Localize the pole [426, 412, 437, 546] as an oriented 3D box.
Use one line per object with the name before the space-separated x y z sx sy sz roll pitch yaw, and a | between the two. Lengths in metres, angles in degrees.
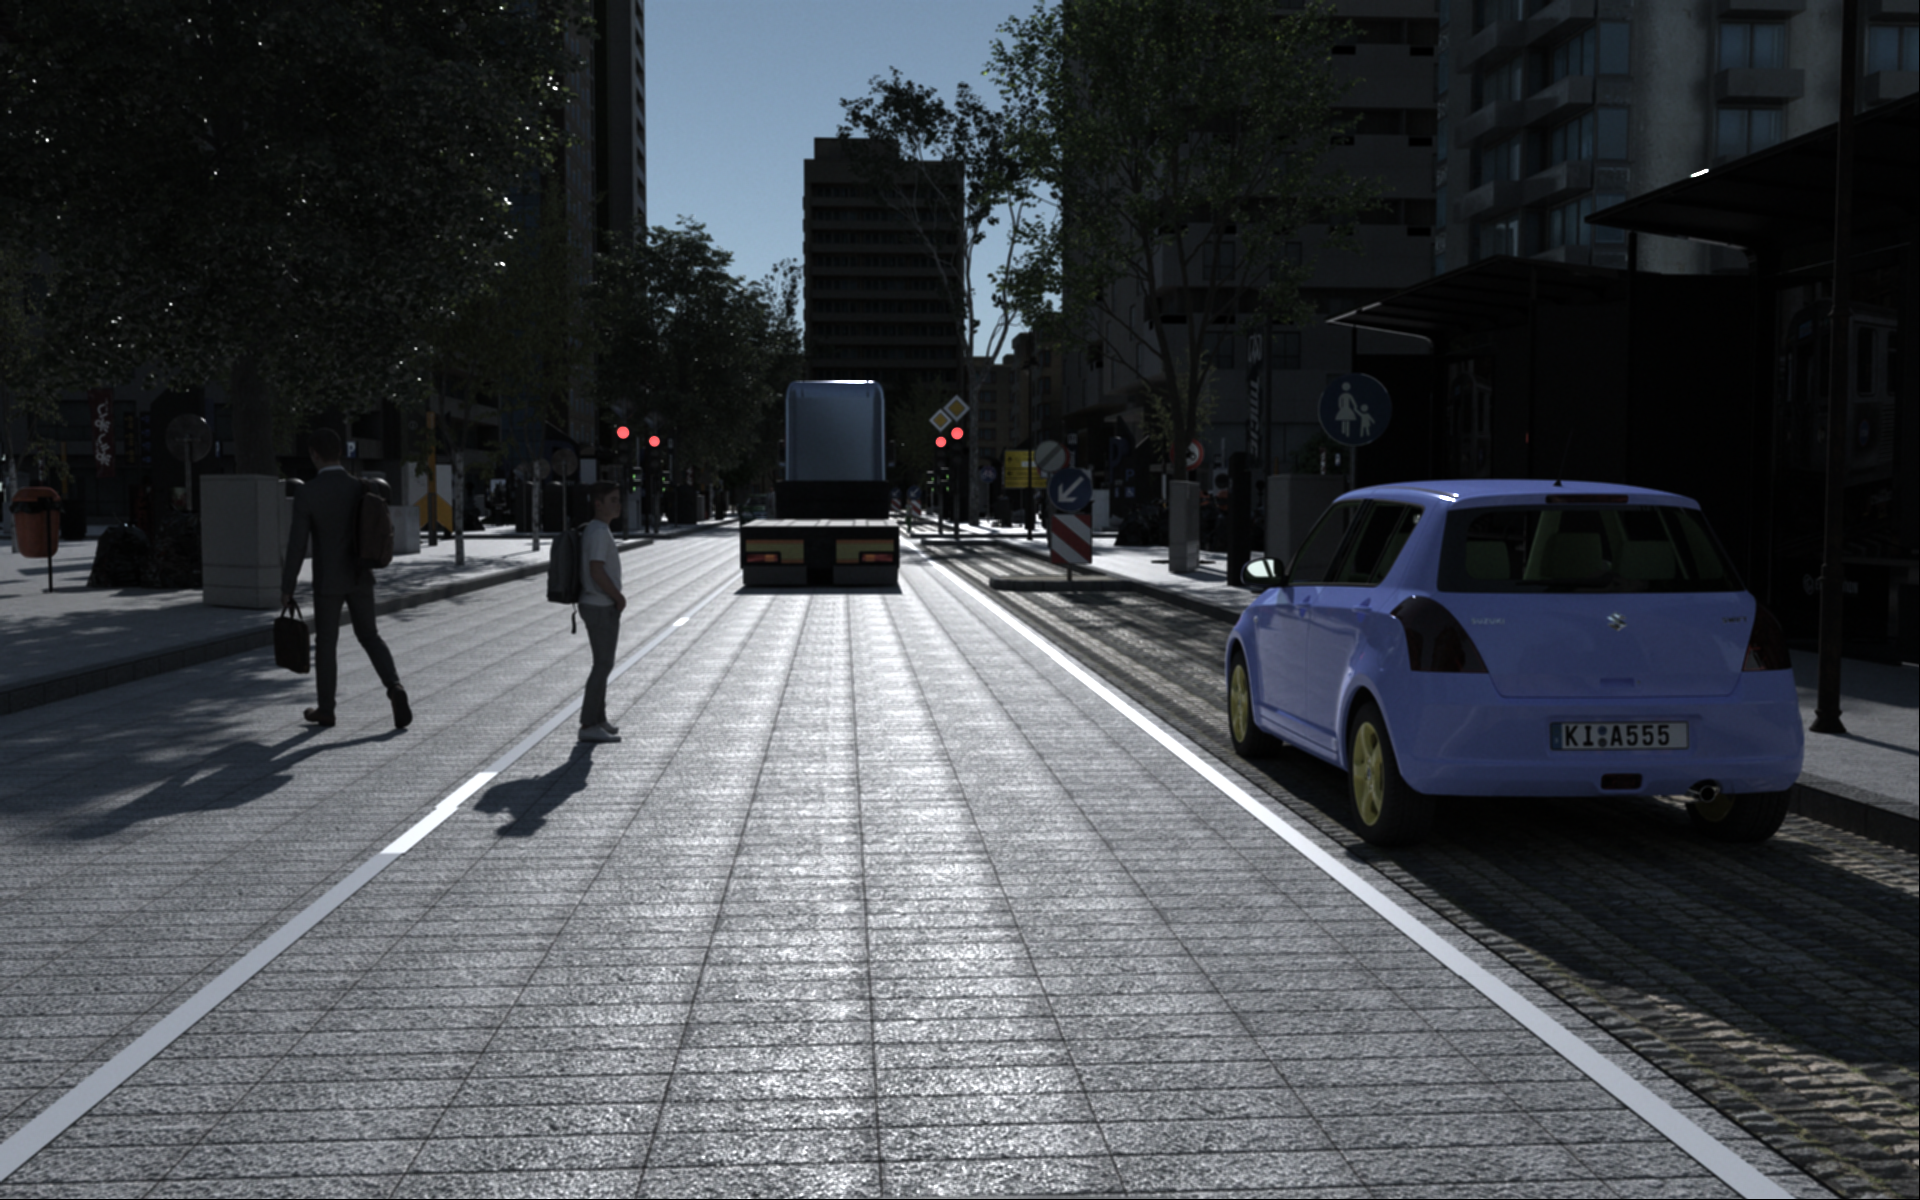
pole | -13.108 -3.005 42.976 0.158 3.312 0.155 0 3 0

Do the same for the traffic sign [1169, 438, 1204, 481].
traffic sign | 4.994 -2.333 38.245 0.768 2.556 0.104 0 4 1

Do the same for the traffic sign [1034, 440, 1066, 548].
traffic sign | 2.127 -2.511 41.164 0.768 2.556 0.104 0 4 -2

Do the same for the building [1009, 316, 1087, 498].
building | 20.587 -20.542 180.894 27.650 21.520 28.899 0 4 -4

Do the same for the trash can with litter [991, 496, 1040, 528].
trash can with litter | 2.095 -3.436 67.228 2.233 1.210 1.678 -1 4 -13

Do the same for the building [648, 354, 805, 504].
building | -36.033 -24.217 240.994 28.899 21.520 27.650 0 4 -4

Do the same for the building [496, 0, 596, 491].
building | -36.870 -29.730 136.193 14.600 45.320 14.200 0 4 -4

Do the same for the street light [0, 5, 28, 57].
street light | -7.395 -2.444 12.741 0.468 5.910 1.993 0 4 -4

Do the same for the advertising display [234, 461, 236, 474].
advertising display | -13.538 -1.710 33.171 0.123 1.923 0.974 1 4 12

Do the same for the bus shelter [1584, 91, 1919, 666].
bus shelter | 6.346 -1.253 11.768 1.731 3.624 6.357 0 4 -4

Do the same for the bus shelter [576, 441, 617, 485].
bus shelter | -14.709 -4.550 68.319 2.014 3.302 5.546 0 4 -4

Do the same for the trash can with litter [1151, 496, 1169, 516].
trash can with litter | 5.238 -2.241 48.022 0.624 1.170 1.055 -3 4 -38

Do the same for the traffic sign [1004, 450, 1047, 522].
traffic sign | 3.151 -5.246 79.648 2.265 3.308 0.079 0 4 -1

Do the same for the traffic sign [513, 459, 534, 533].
traffic sign | -14.327 -3.413 56.987 0.795 2.450 0.064 0 4 6

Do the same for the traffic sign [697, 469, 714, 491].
traffic sign | -12.911 -5.366 87.738 0.884 2.594 0.081 0 4 -2

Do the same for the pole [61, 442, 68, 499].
pole | -34.904 -4.506 67.517 0.158 3.312 0.155 0 3 0

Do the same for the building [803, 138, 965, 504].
building | -10.644 -37.631 238.974 21.600 48.544 21.300 0 4 -4

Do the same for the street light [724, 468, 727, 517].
street light | -13.048 -7.541 96.076 0.468 5.910 1.993 0 4 -4

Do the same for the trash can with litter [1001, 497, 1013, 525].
trash can with litter | 1.814 -3.556 69.522 0.624 1.170 1.055 0 4 1

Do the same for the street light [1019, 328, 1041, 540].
street light | 1.953 -4.618 48.295 0.468 5.910 1.993 0 4 -4

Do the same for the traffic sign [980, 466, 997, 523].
traffic sign | 1.264 -4.749 77.748 0.768 2.556 0.104 0 4 2

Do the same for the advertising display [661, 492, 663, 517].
advertising display | -17.286 -5.688 98.209 0.974 1.923 0.123 -3 4 -37

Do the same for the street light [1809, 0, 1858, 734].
street light | 4.689 -2.226 9.179 0.468 5.910 1.993 0 4 -4

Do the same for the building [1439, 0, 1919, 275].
building | 38.455 -28.265 81.749 30.456 49.044 23.786 0 4 -4

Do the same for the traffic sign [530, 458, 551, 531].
traffic sign | -14.754 -3.713 60.817 0.768 2.556 0.104 0 4 -3

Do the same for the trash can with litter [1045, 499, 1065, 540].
trash can with litter | 2.742 -2.198 47.317 0.624 1.170 1.055 -2 4 -23

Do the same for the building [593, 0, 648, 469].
building | -47.176 -39.009 179.803 28.212 58.520 21.231 0 4 -4

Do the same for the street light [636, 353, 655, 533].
street light | -10.315 -5.146 56.924 0.468 5.910 1.993 0 4 -4

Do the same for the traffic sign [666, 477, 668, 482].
traffic sign | -17.376 -6.384 104.480 0.768 2.556 0.104 0 4 1

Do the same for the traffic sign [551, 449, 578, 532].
traffic sign | -11.074 -2.958 48.473 0.768 2.556 0.104 0 4 5

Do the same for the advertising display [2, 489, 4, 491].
advertising display | -70.291 -7.464 127.246 0.123 1.923 0.974 -2 4 -32

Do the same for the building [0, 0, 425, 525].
building | -32.509 -18.623 76.180 14.160 30.474 14.107 0 4 -4

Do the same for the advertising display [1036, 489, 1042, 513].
advertising display | 5.255 -6.931 118.534 0.123 1.923 0.974 -3 4 -39

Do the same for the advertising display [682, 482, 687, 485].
advertising display | -15.071 -5.458 94.459 0.974 1.923 0.123 0 4 -6

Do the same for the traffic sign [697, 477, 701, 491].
traffic sign | -19.367 -7.913 129.480 0.768 2.556 0.104 0 4 5

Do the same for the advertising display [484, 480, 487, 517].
advertising display | -21.549 -4.586 80.190 0.974 1.923 0.123 -3 5 -45

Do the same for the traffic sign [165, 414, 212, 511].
traffic sign | -12.249 -1.676 27.503 0.768 2.556 0.104 0 4 4

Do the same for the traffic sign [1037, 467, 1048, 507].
traffic sign | 2.962 -3.566 58.411 0.768 2.556 0.104 0 4 1

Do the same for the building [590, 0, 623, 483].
building | -41.048 -43.724 153.135 20.563 71.187 20.611 0 4 -4

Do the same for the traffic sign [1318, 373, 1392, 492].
traffic sign | 4.157 -1.114 18.320 0.768 2.556 0.104 0 4 4

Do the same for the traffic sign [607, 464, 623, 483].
traffic sign | -11.789 -3.505 59.428 0.606 2.300 0.079 0 4 2

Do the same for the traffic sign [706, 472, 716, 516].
traffic sign | -14.595 -6.159 100.812 0.768 2.556 0.104 0 3 0

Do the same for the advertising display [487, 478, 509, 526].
advertising display | -18.634 -3.966 70.059 0.974 1.923 0.123 2 4 31

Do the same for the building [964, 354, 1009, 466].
building | 14.308 -24.464 245.027 28.899 21.520 27.650 0 4 -4

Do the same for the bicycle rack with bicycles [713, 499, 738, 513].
bicycle rack with bicycles | -16.099 -6.527 120.091 2.852 0.926 2.925 1 4 16

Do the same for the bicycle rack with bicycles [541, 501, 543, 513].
bicycle rack with bicycles | -23.764 -5.311 100.209 2.925 0.926 2.852 1 4 14

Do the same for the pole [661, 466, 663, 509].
pole | -17.117 -6.441 99.152 0.158 3.312 0.155 0 3 0

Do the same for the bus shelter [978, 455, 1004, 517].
bus shelter | 1.197 -6.084 93.405 2.014 3.302 5.546 0 4 -4

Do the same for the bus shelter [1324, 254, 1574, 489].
bus shelter | 5.907 -1.765 20.144 1.731 3.624 6.357 0 4 -4

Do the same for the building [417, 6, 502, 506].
building | -41.897 -29.651 108.488 21.300 48.544 21.600 0 4 -4

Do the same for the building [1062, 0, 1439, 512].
building | 23.916 -34.413 151.895 28.713 52.752 27.495 0 4 -4

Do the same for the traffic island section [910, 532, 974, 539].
traffic island section | -0.618 -2.117 56.901 2.009 0.180 2.903 0 4 -4

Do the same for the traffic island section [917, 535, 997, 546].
traffic island section | -0.075 -1.630 48.934 2.009 0.180 2.903 0 4 -4

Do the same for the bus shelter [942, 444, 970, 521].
bus shelter | -0.200 -5.681 84.162 1.731 3.624 6.357 0 4 -4

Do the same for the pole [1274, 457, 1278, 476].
pole | 17.448 -6.224 95.604 0.158 3.312 0.155 0 3 0

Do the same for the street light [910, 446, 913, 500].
street light | -3.712 -9.710 131.545 0.468 5.910 1.993 0 4 -4

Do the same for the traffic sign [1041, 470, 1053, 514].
traffic sign | 2.390 -2.625 45.051 0.606 2.300 0.079 0 4 5

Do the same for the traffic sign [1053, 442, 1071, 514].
traffic sign | 2.305 -2.573 42.171 0.768 2.556 0.104 0 4 -3

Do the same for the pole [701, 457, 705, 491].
pole | -13.977 -6.137 94.184 0.158 3.312 0.155 0 3 0
